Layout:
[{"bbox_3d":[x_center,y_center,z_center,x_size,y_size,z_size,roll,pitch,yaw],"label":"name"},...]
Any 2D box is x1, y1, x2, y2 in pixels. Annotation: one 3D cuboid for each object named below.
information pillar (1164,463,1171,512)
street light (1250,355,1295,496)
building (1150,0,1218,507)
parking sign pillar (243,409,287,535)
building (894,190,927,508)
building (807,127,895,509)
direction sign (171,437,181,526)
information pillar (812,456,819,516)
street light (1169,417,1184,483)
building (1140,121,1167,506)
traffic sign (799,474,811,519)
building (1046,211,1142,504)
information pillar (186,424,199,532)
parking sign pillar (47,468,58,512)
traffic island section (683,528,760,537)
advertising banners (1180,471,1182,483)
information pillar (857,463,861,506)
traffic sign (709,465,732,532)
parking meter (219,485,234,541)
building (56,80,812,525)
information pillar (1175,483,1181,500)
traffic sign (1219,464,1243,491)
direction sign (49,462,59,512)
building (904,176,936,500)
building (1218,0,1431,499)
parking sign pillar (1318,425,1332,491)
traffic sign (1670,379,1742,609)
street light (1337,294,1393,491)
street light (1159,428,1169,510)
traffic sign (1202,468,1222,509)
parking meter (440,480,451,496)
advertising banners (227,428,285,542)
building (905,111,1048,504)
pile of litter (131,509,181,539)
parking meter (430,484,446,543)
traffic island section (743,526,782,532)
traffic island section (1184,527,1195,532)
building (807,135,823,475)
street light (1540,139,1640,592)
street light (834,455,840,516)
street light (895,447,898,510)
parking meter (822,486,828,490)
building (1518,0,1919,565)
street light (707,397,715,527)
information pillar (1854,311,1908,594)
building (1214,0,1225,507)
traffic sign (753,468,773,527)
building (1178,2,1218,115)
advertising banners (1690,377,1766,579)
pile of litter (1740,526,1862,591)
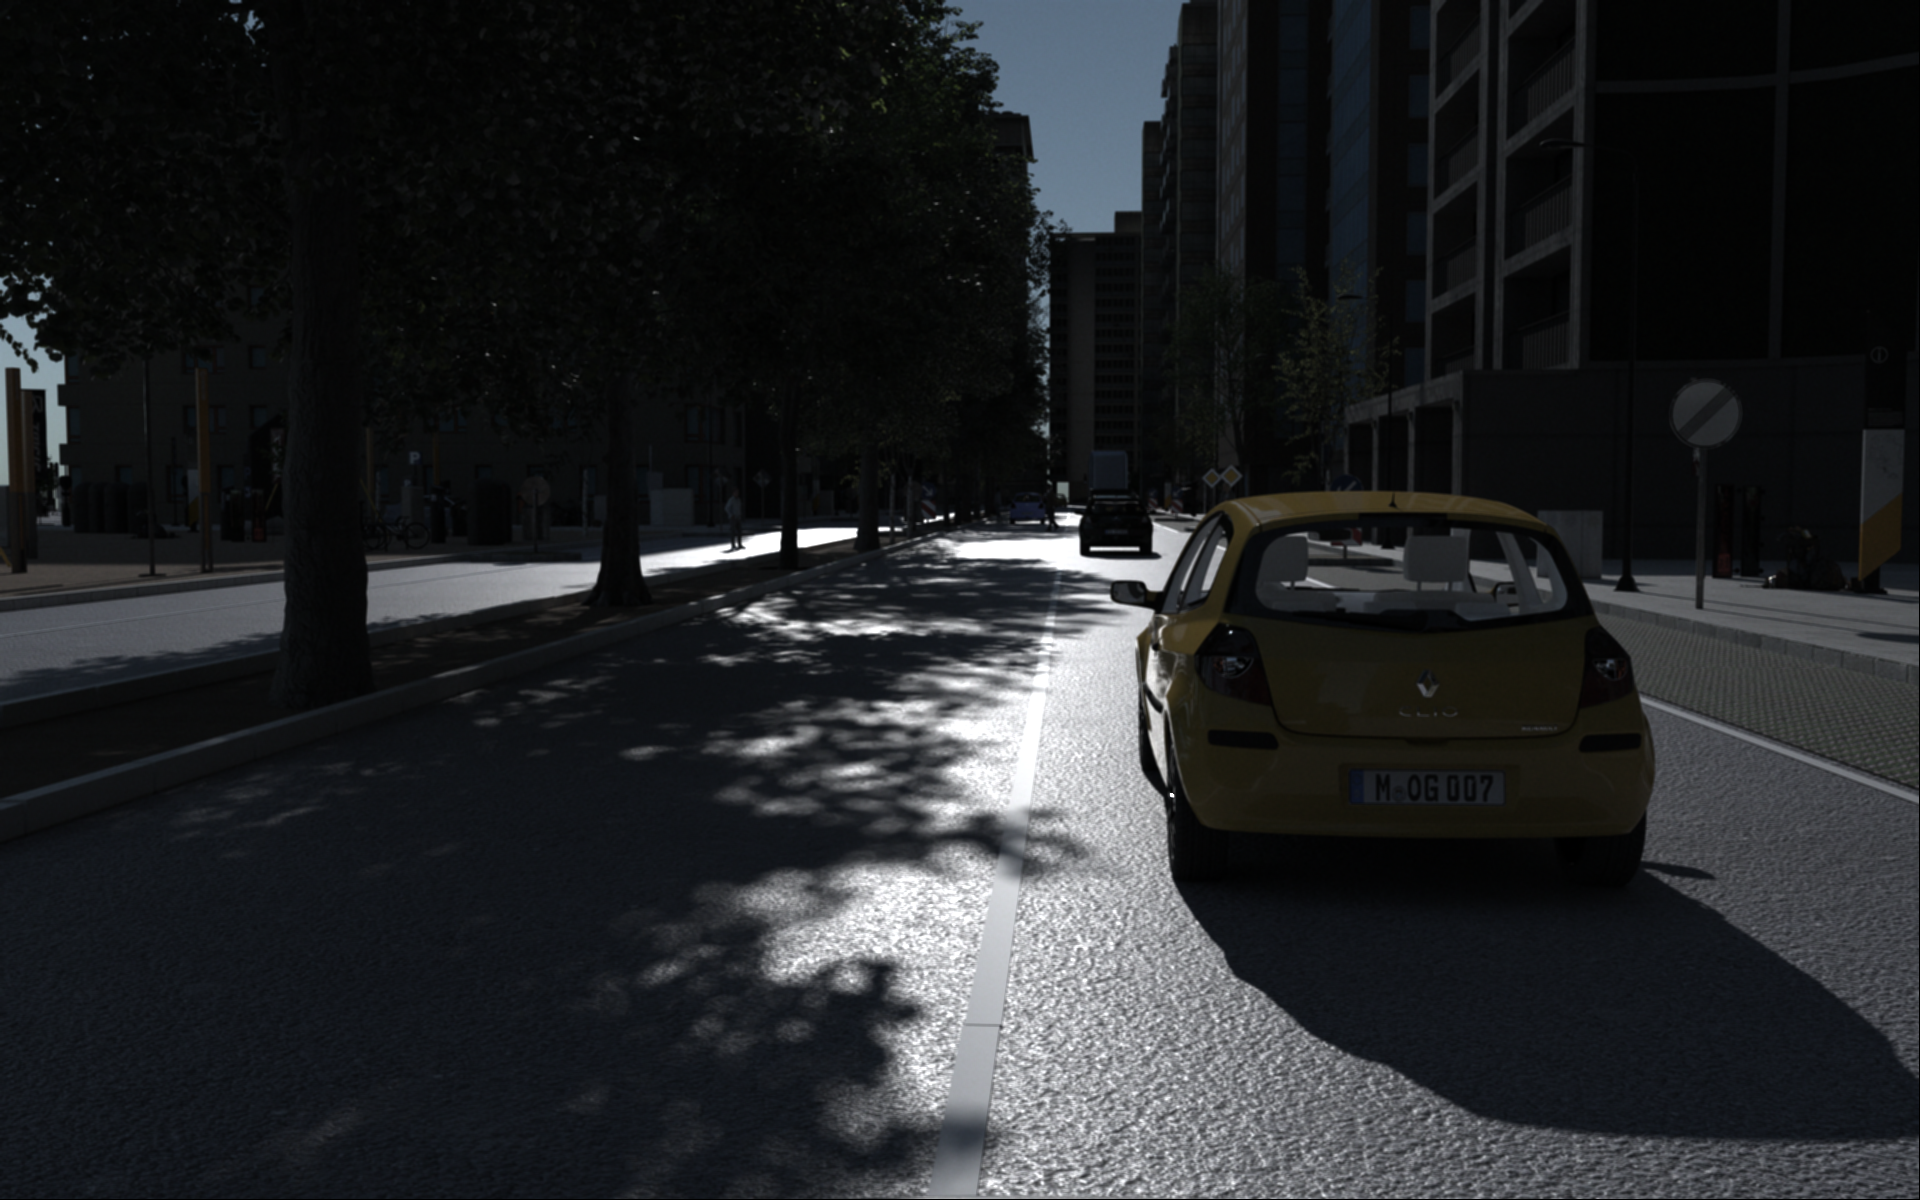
[{"bbox_3d":[15.239,-8.299,127.036,0.504,3.616,0.183,0,4,3],"label":"information pillar"},{"bbox_3d":[10.557,-5.213,57.775,1.470,5.913,1.316,0,4,4],"label":"street light"},{"bbox_3d":[31.148,-33.658,169.911,23.786,49.044,30.456,0,4,4],"label":"building"},{"bbox_3d":[-21.748,-4.024,54.257,1.447,3.967,1.447,2,4,33],"label":"parking sign pillar"},{"bbox_3d":[-10.791,-23.997,164.051,14.160,30.474,14.107,0,4,4],"label":"building"},{"bbox_3d":[-13.354,-28.513,149.777,14.154,41.232,14.086,0,4,4],"label":"building"},{"bbox_3d":[-31.457,-4.732,69.358,0.379,3.537,0.876,-2,4,-34],"label":"direction sign"},{"bbox_3d":[-8.507,-6.780,102.205,0.504,3.616,0.183,3,5,42],"label":"information pillar"},{"bbox_3d":[13.541,-8.075,104.573,1.470,5.913,1.316,0,4,4],"label":"street light"},{"bbox_3d":[27.128,-31.137,192.685,14.154,41.232,14.086,0,4,4],"label":"building"},{"bbox_3d":[-7.976,-5.310,88.941,0.606,2.300,0.079,0,4,6],"label":"traffic sign"},{"bbox_3d":[24.094,-33.569,240.740,23.993,40.220,32.217,0,4,4],"label":"building"},{"bbox_3d":[-25.705,-4.085,58.152,0.504,3.616,0.183,1,4,10],"label":"information pillar"},{"bbox_3d":[-66.190,-8.372,125.347,1.447,3.967,1.447,0,4,0],"label":"parking sign pillar"},{"bbox_3d":[-8.172,-2.253,59.117,2.009,0.180,2.903,0,4,4],"label":"traffic island section"},{"bbox_3d":[16.645,-8.144,129.350,0.090,3.025,2.074,1,4,21],"label":"advertising banners"},{"bbox_3d":[-6.823,-7.814,119.114,0.504,3.616,0.183,-1,4,-10],"label":"information pillar"},{"bbox_3d":[-8.148,-3.389,59.054,0.795,2.450,0.064,0,4,4],"label":"traffic sign"},{"bbox_3d":[-20.290,-2.419,47.963,0.372,1.533,0.369,0,3,0],"label":"parking meter"},{"bbox_3d":[-23.323,-14.751,86.212,27.650,21.520,28.899,0,4,4],"label":"building"},{"bbox_3d":[14.688,-6.858,116.621,0.304,2.012,0.304,-2,4,-32],"label":"information pillar"},{"bbox_3d":[9.059,-3.320,57.921,0.795,2.450,0.064,0,4,4],"label":"traffic sign"},{"bbox_3d":[-64.966,-8.090,124.275,0.379,3.537,0.876,1,4,11],"label":"direction sign"},{"bbox_3d":[-14.870,-31.201,202.012,23.993,40.220,32.217,0,4,4],"label":"building"},{"bbox_3d":[20.995,-26.838,88.909,14.600,45.320,14.200,0,4,4],"label":"building"},{"bbox_3d":[14.437,-4.899,68.567,1.447,3.967,1.447,1,4,17],"label":"parking sign pillar"},{"bbox_3d":[8.266,-1.173,19.287,0.768,2.556,0.104,0,4,6],"label":"traffic sign"},{"bbox_3d":[9.476,-4.151,40.413,1.470,5.913,1.316,0,4,4],"label":"street light"},{"bbox_3d":[14.665,-9.137,121.932,1.470,5.913,1.316,0,4,4],"label":"street light"},{"bbox_3d":[9.576,-3.807,65.890,0.795,2.450,0.064,0,4,4],"label":"traffic sign"},{"bbox_3d":[-21.157,-4.005,71.196,0.255,1.863,0.399,2,4,30],"label":"parking meter"},{"bbox_3d":[-18.699,-3.051,46.074,2.074,3.025,0.090,2,4,23],"label":"advertising banners"},{"bbox_3d":[-1.793,-39.740,238.991,27.495,52.752,28.713,0,4,4],"label":"building"},{"bbox_3d":[-23.329,-2.210,50.095,1.719,0.858,1.176,2,4,30],"label":"pile of litter"},{"bbox_3d":[-13.611,-2.246,45.139,0.372,1.533,0.369,0,3,0],"label":"parking meter"},{"bbox_3d":[-7.655,-2.740,67.086,2.009,0.180,2.903,0,4,4],"label":"traffic island section"},{"bbox_3d":[9.600,-2.672,65.965,2.009,0.180,2.903,0,4,4],"label":"traffic island section"},{"bbox_3d":[-21.772,-28.604,122.293,22.147,44.769,28.867,0,4,4],"label":"building"},{"bbox_3d":[8.293,-3.075,22.812,1.470,5.913,1.316,0,4,4],"label":"street light"},{"bbox_3d":[-6.758,-7.938,102.322,1.470,5.913,1.316,0,4,4],"label":"street light"},{"bbox_3d":[-4.486,-10.072,137.223,1.470,5.913,1.316,0,4,4],"label":"street light"},{"bbox_3d":[-9.257,-6.897,118.478,0.399,1.863,0.255,-3,4,-37],"label":"parking meter"},{"bbox_3d":[20.345,-36.555,35.924,20.563,71.187,20.611,0,4,4],"label":"building"},{"bbox_3d":[-9.111,-5.773,66.936,1.470,5.913,1.316,0,4,4],"label":"street light"},{"bbox_3d":[11.828,-1.888,22.221,0.504,3.616,0.183,1,4,9],"label":"information pillar"},{"bbox_3d":[29.137,-35.647,124.823,21.231,58.520,28.212,0,4,4],"label":"building"},{"bbox_3d":[-7.631,-3.876,67.022,0.795,2.450,0.064,0,4,4],"label":"traffic sign"},{"bbox_3d":[25.483,-28.412,148.135,14.154,41.232,14.086,0,4,4],"label":"building"},{"bbox_3d":[11.699,-1.851,26.447,2.074,3.025,0.090,-2,4,-35],"label":"advertising banners"},{"bbox_3d":[11.515,-0.584,23.506,1.176,0.858,1.719,-1,4,-22],"label":"pile of litter"}]
